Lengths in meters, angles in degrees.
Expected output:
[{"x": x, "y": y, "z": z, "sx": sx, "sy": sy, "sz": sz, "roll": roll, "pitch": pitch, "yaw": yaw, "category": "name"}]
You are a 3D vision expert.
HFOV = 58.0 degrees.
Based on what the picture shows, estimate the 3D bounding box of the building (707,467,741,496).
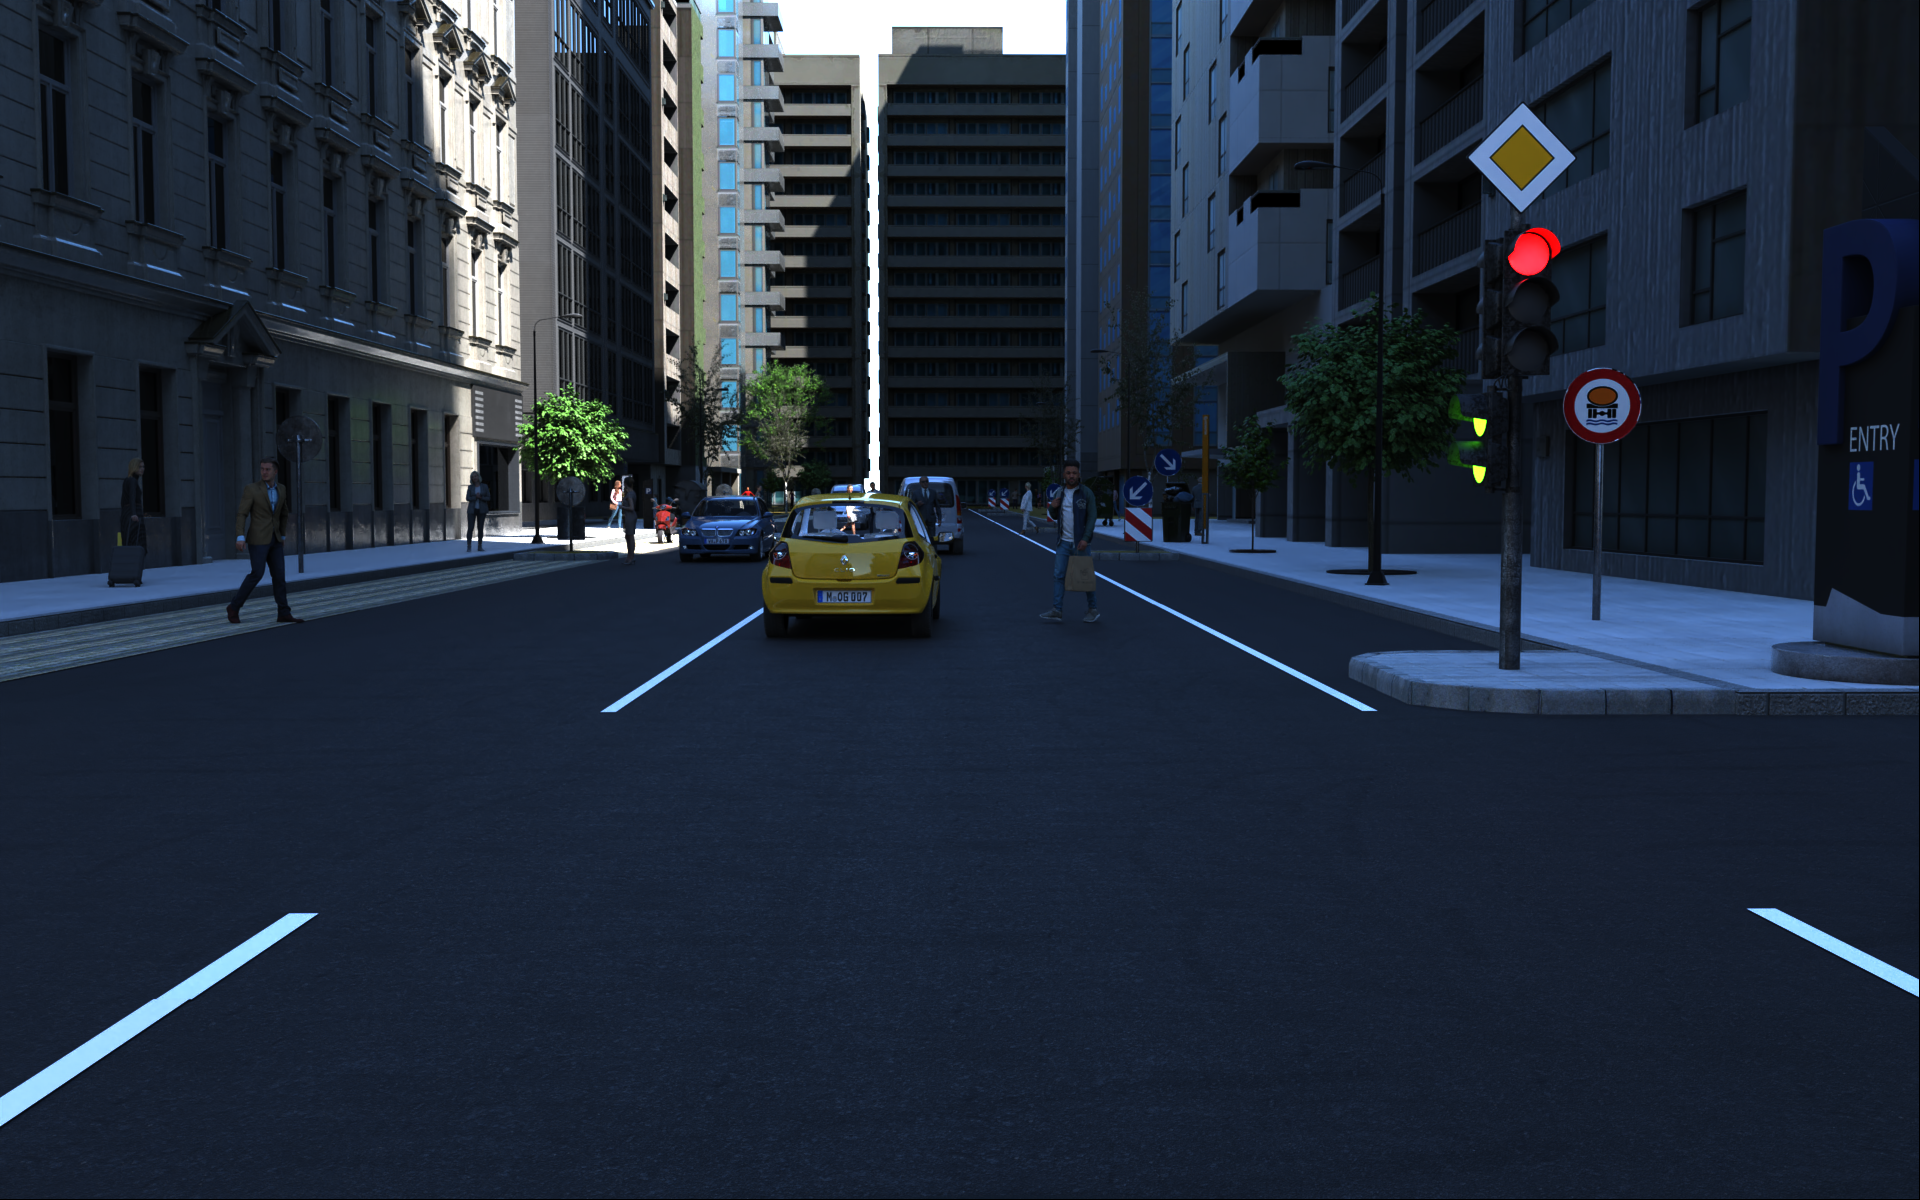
[{"x": -31.216, "y": -25.780, "z": 113.388, "sx": 32.217, "sy": 40.220, "sz": 23.993, "roll": 0, "pitch": 4, "yaw": -1, "category": "building"}]

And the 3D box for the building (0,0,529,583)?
[{"x": -21.863, "y": -15.889, "z": 36.195, "sx": 17.030, "sy": 29.872, "sz": 44.131, "roll": 0, "pitch": 4, "yaw": -1, "category": "building"}]

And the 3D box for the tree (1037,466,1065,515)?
[{"x": 5.565, "y": -6.883, "z": 107.140, "sx": 1.663, "sy": 3.219, "sz": 1.824, "roll": 0, "pitch": 3, "yaw": 0, "category": "tree"}]

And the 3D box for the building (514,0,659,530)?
[{"x": -21.245, "y": -16.928, "z": 70.278, "sx": 14.314, "sy": 27.812, "sz": 24.014, "roll": 0, "pitch": 4, "yaw": -1, "category": "building"}]

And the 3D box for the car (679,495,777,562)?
[{"x": -5.081, "y": -1.610, "z": 38.325, "sx": 2.014, "sy": 1.417, "sz": 4.499, "roll": 0, "pitch": 3, "yaw": 0, "category": "car"}]

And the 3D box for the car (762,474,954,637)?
[{"x": -1.088, "y": -0.521, "z": 18.741, "sx": 2.015, "sy": 1.641, "sz": 3.980, "roll": 0, "pitch": 4, "yaw": 1, "category": "car"}]

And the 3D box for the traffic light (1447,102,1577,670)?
[{"x": 4.010, "y": -1.447, "z": 12.587, "sx": 0.839, "sy": 4.253, "sz": 0.868, "roll": 0, "pitch": 4, "yaw": -1, "category": "traffic light"}]

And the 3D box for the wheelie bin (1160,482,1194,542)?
[{"x": 5.780, "y": -2.337, "z": 46.121, "sx": 0.980, "sy": 1.594, "sz": 0.693, "roll": 3, "pitch": 4, "yaw": 38, "category": "wheelie bin"}]

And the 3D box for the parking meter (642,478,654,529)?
[{"x": -11.593, "y": -3.584, "z": 64.311, "sx": 0.399, "sy": 1.863, "sz": 0.255, "roll": -1, "pitch": 4, "yaw": -15, "category": "parking meter"}]

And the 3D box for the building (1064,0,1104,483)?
[{"x": 18.081, "y": -35.605, "z": 124.142, "sx": 21.231, "sy": 58.520, "sz": 28.212, "roll": 0, "pitch": 4, "yaw": -1, "category": "building"}]

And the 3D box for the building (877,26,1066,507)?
[{"x": 2.219, "y": -34.284, "z": 184.238, "sx": 21.600, "sy": 48.544, "sz": 21.300, "roll": 0, "pitch": 4, "yaw": -1, "category": "building"}]

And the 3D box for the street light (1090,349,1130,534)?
[{"x": 4.878, "y": -5.081, "z": 55.617, "sx": 1.470, "sy": 5.913, "sz": 1.316, "roll": 0, "pitch": 4, "yaw": -1, "category": "street light"}]

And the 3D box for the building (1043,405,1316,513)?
[{"x": 18.104, "y": -43.443, "z": 148.553, "sx": 20.563, "sy": 71.187, "sz": 20.611, "roll": 0, "pitch": 4, "yaw": -1, "category": "building"}]

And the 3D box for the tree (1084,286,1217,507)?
[{"x": 6.770, "y": -6.753, "z": 60.772, "sx": 4.360, "sy": 8.622, "sz": 3.978, "roll": 0, "pitch": 3, "yaw": 0, "category": "tree"}]

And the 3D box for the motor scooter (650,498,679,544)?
[{"x": -8.540, "y": -2.292, "z": 50.251, "sx": 0.815, "sy": 1.314, "sz": 1.986, "roll": 0, "pitch": 4, "yaw": 0, "category": "motor scooter"}]

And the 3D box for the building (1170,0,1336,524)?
[{"x": 23.975, "y": -29.541, "z": 72.234, "sx": 28.713, "sy": 52.752, "sz": 27.495, "roll": 0, "pitch": 4, "yaw": -1, "category": "building"}]

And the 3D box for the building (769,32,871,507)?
[{"x": -20.622, "y": -34.289, "z": 184.332, "sx": 21.600, "sy": 48.544, "sz": 21.300, "roll": 0, "pitch": 4, "yaw": -1, "category": "building"}]

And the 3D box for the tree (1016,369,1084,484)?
[{"x": 5.380, "y": -9.169, "z": 100.282, "sx": 4.360, "sy": 8.622, "sz": 3.978, "roll": 0, "pitch": 3, "yaw": 0, "category": "tree"}]

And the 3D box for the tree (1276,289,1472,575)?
[{"x": 6.734, "y": -2.713, "z": 28.063, "sx": 4.285, "sy": 4.588, "sz": 4.351, "roll": 0, "pitch": 3, "yaw": 0, "category": "tree"}]

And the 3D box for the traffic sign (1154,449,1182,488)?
[{"x": 5.821, "y": -2.962, "z": 48.537, "sx": 0.768, "sy": 2.556, "sz": 0.104, "roll": 0, "pitch": 4, "yaw": 0, "category": "traffic sign"}]

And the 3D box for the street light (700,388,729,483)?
[{"x": -10.833, "y": -6.331, "z": 76.060, "sx": 1.470, "sy": 5.913, "sz": 1.316, "roll": 0, "pitch": 4, "yaw": -1, "category": "street light"}]

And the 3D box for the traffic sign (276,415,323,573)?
[{"x": -10.720, "y": -1.712, "z": 28.103, "sx": 0.768, "sy": 2.556, "sz": 0.104, "roll": 0, "pitch": 4, "yaw": 2, "category": "traffic sign"}]

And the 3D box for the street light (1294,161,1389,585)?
[{"x": 5.355, "y": -3.167, "z": 24.315, "sx": 1.470, "sy": 5.913, "sz": 1.316, "roll": 0, "pitch": 4, "yaw": -1, "category": "street light"}]

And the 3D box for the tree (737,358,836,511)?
[{"x": -13.167, "y": -12.582, "z": 131.469, "sx": 9.928, "sy": 11.665, "sz": 9.643, "roll": 0, "pitch": 3, "yaw": 0, "category": "tree"}]

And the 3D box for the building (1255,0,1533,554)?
[{"x": 19.181, "y": -36.781, "z": 39.618, "sx": 20.563, "sy": 71.187, "sz": 20.611, "roll": 0, "pitch": 4, "yaw": -1, "category": "building"}]

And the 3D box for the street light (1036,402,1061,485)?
[{"x": 4.547, "y": -7.046, "z": 87.746, "sx": 1.470, "sy": 5.913, "sz": 1.316, "roll": 0, "pitch": 4, "yaw": -1, "category": "street light"}]

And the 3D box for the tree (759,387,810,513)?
[{"x": -12.105, "y": -10.299, "z": 118.746, "sx": 4.360, "sy": 8.622, "sz": 3.978, "roll": 0, "pitch": 3, "yaw": 0, "category": "tree"}]

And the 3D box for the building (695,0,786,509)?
[{"x": -30.667, "y": -32.334, "z": 148.273, "sx": 30.456, "sy": 49.044, "sz": 23.786, "roll": 0, "pitch": 4, "yaw": -1, "category": "building"}]

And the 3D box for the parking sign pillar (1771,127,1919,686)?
[{"x": 6.552, "y": -1.449, "z": 12.171, "sx": 1.447, "sy": 3.967, "sz": 1.447, "roll": 0, "pitch": 4, "yaw": 1, "category": "parking sign pillar"}]

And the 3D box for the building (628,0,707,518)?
[{"x": -21.898, "y": -19.756, "z": 94.707, "sx": 14.160, "sy": 30.474, "sz": 14.107, "roll": 0, "pitch": 4, "yaw": -1, "category": "building"}]

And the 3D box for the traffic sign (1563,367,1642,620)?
[{"x": 6.471, "y": -1.066, "z": 17.540, "sx": 0.768, "sy": 2.556, "sz": 0.104, "roll": 0, "pitch": 4, "yaw": 6, "category": "traffic sign"}]

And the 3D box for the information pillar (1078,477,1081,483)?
[{"x": 4.935, "y": -4.218, "z": 73.458, "sx": 0.304, "sy": 2.012, "sz": 0.304, "roll": -2, "pitch": 4, "yaw": -34, "category": "information pillar"}]

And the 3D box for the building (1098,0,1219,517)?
[{"x": 15.822, "y": -27.704, "z": 103.068, "sx": 14.600, "sy": 45.320, "sz": 14.200, "roll": 0, "pitch": 4, "yaw": -1, "category": "building"}]

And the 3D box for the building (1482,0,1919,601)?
[{"x": 16.148, "y": -15.371, "z": 23.025, "sx": 14.107, "sy": 30.474, "sz": 14.160, "roll": 0, "pitch": 4, "yaw": -1, "category": "building"}]

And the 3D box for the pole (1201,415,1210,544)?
[{"x": 6.323, "y": -3.104, "z": 44.597, "sx": 0.158, "sy": 3.312, "sz": 0.155, "roll": 0, "pitch": 3, "yaw": 0, "category": "pole"}]

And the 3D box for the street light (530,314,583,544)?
[{"x": -10.411, "y": -4.414, "z": 44.714, "sx": 1.470, "sy": 5.913, "sz": 1.316, "roll": 0, "pitch": 4, "yaw": -1, "category": "street light"}]

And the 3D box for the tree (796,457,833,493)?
[{"x": -12.713, "y": -10.274, "z": 151.688, "sx": 4.285, "sy": 4.588, "sz": 4.351, "roll": 0, "pitch": 3, "yaw": 0, "category": "tree"}]

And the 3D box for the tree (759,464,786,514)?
[{"x": -12.194, "y": -7.164, "z": 111.729, "sx": 1.663, "sy": 3.219, "sz": 1.824, "roll": 0, "pitch": 3, "yaw": 0, "category": "tree"}]
